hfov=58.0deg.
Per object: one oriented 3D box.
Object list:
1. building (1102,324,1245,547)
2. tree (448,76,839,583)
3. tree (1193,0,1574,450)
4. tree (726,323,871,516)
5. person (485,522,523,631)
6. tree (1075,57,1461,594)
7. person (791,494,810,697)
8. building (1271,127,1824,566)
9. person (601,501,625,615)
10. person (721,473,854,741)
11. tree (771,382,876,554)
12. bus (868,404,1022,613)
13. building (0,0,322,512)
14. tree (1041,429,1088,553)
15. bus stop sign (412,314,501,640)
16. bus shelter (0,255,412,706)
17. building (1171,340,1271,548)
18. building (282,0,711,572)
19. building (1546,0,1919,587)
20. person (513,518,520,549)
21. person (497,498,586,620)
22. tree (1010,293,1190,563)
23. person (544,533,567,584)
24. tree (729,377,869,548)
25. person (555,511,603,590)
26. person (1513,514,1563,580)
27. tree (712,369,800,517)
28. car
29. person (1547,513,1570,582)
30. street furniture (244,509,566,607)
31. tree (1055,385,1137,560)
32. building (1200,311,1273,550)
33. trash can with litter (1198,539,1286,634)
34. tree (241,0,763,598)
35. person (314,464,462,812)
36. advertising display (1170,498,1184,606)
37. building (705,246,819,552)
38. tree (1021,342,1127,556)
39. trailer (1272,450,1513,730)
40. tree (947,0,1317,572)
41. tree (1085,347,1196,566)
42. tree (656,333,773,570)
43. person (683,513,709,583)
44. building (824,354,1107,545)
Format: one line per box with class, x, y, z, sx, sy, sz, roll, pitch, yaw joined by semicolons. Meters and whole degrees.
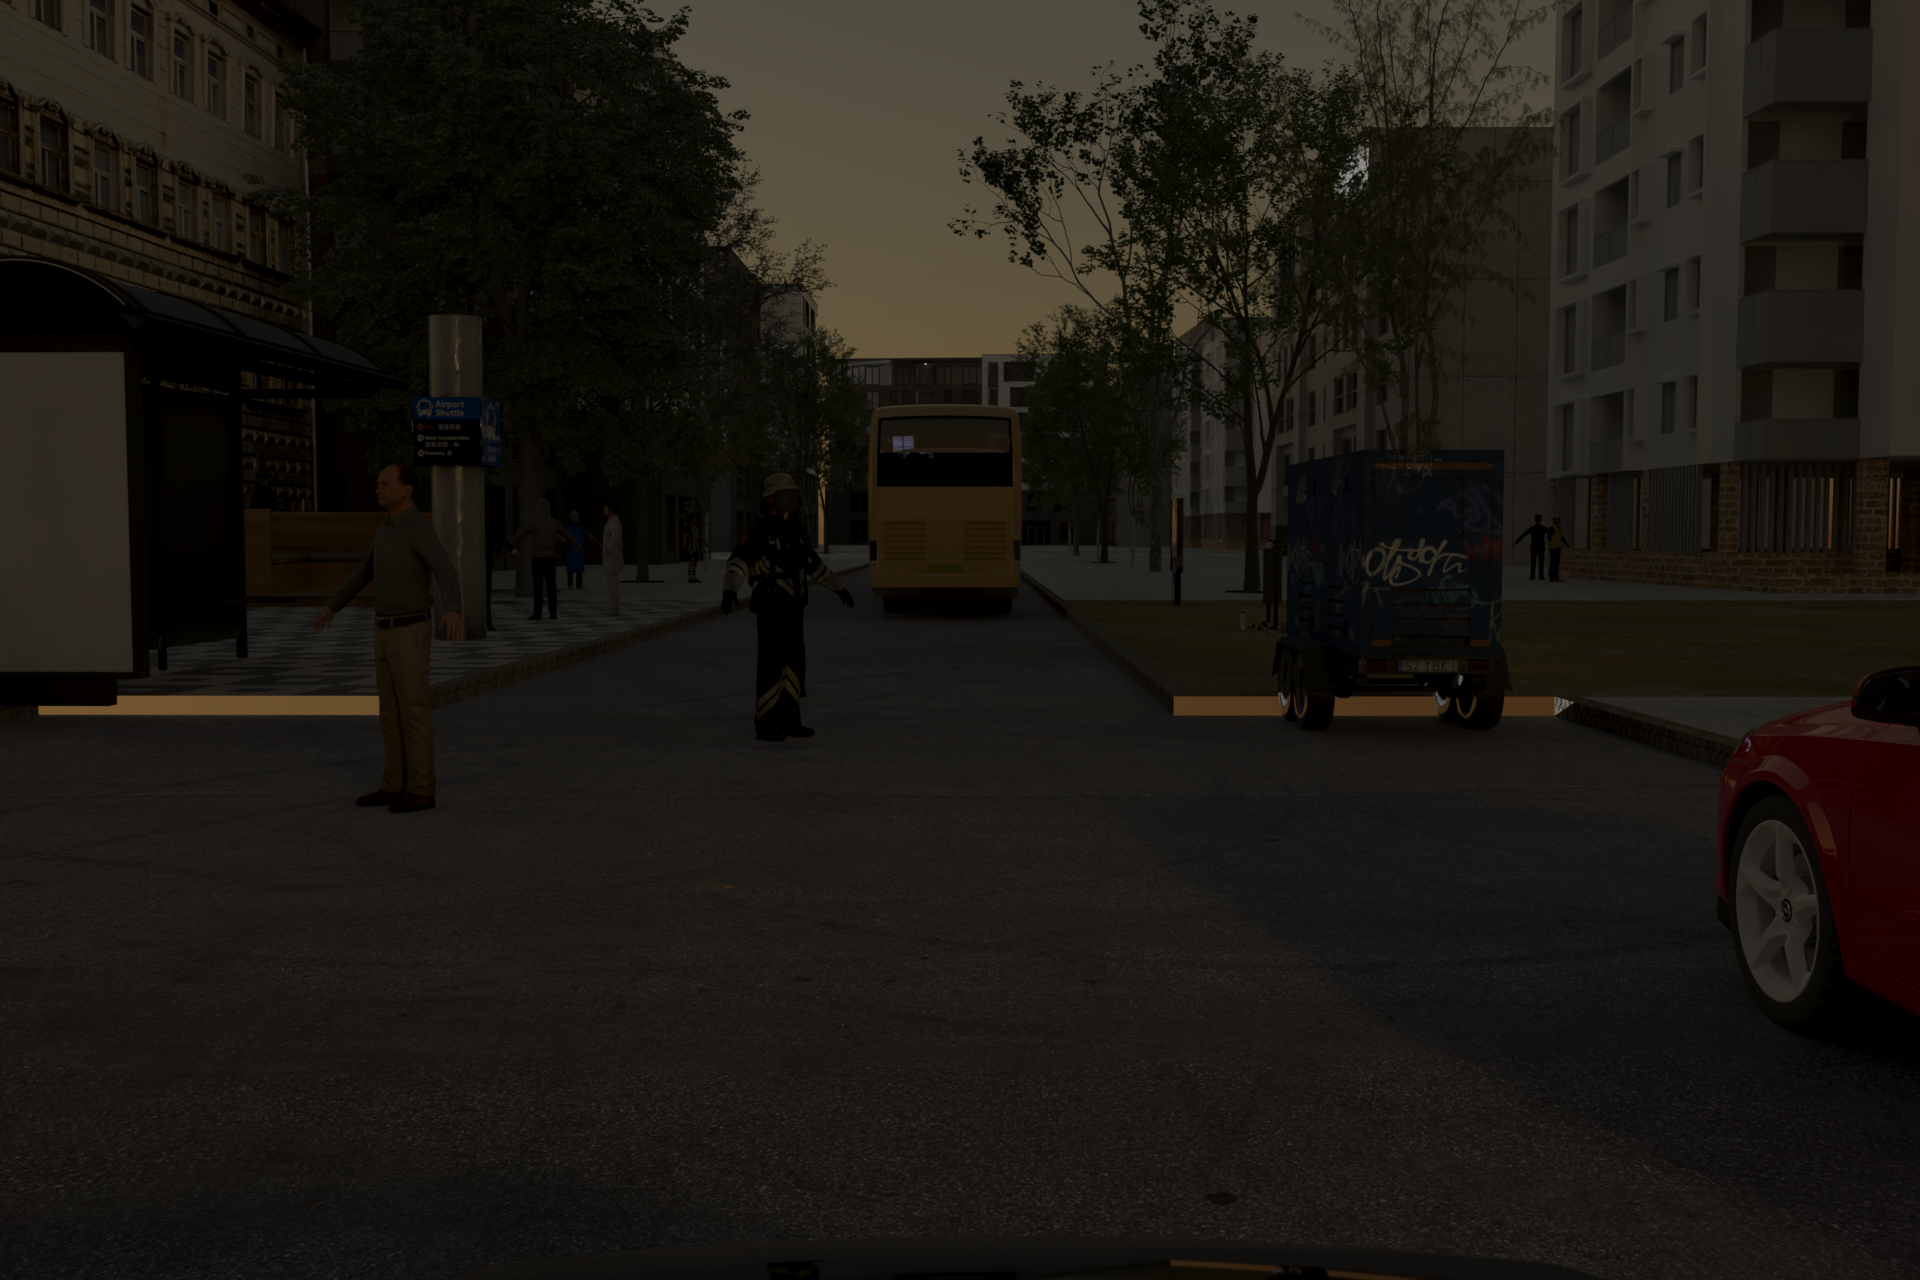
building;25.154;-21.564;183.506;19.493;23.208;18.063;0;4;0
tree;-8.264;-8.264;45.491;12.009;13.543;11.850;0;3;0
tree;5.220;-4.201;19.056;4.360;8.622;3.978;0;3;0
tree;-7.941;-9.731;84.861;9.928;11.665;9.643;0;3;0
person;-6.360;-1.000;23.073;1.216;1.740;0.721;1;4;22
tree;6.536;-6.838;37.561;9.928;11.665;9.643;0;3;0
person;-1.520;-0.403;15.278;0.704;1.802;1.346;-1;4;-18
building;26.193;-13.304;83.980;16.747;18.905;31.486;0;4;1
person;-5.571;-1.310;27.603;0.705;1.806;1.347;-1;4;-14
person;-1.239;-0.236;12.101;0.705;1.856;1.354;2;4;35
tree;-8.575;-11.346;111.261;9.928;11.665;9.643;0;3;0
bus;-0.205;-2.624;34.448;2.896;3.916;12.252;0;4;0
building;-29.059;-12.999;43.463;19.493;23.208;18.063;0;4;1
tree;7.613;-10.168;116.606;4.360;8.622;3.978;0;3;0
bus stop sign;-6.125;-1.964;21.127;0.837;3.901;0.837;0;4;0
bus shelter;-6.790;-1.312;15.368;2.014;3.302;5.546;0;4;2
building;25.903;-19.125;169.118;16.016;20.090;11.380;0;4;0
building;-26.328;-13.785;69.360;27.936;21.610;32.646;0;3;0
building;22.636;-11.813;49.561;16.016;20.090;11.380;0;4;1
person;-10.539;-2.162;42.146;1.217;1.733;0.721;3;5;45
person;-6.241;-1.212;25.948;1.348;1.813;0.705;-2;4;-30
tree;6.267;-9.196;76.113;9.928;11.665;9.643;0;3;0
person;-10.495;-2.334;44.024;1.347;1.847;0.705;1;4;18
tree;-8.512;-9.981;97.600;8.767;10.594;7.601;-2;4;-30
person;-8.848;-2.063;39.855;1.347;1.817;0.704;-3;5;-39
person;16.242;-2.615;48.688;1.347;1.837;0.705;1;4;22
tree;-8.627;-7.713;76.476;4.360;8.622;3.978;0;3;0
car;3.235;0.326;3.713;2.155;1.783;4.494;0;4;1
person;15.940;-2.465;46.275;0.705;1.833;1.349;3;5;39
street furniture;-13.351;-1.682;34.350;11.010;1.723;9.812;-1;4;-9
tree;6.788;-8.219;84.735;4.360;8.622;3.978;0;3;0
building;25.809;-17.816;147.704;16.016;20.090;11.380;0;4;1
trash can with litter;4.136;-0.735;23.081;1.678;1.210;2.233;0;4;-1
tree;-8.855;-7.843;34.888;9.857;13.997;8.962;0;3;0
person;-2.940;-0.020;9.048;1.348;1.796;0.705;3;5;42
advertising display;3.910;-1.592;31.249;0.123;1.923;0.974;0;4;0
building;-26.763;-18.071;139.430;27.936;21.610;32.646;0;4;0
tree;6.508;-11.232;101.770;7.486;12.596;7.792;0;3;0
trailer;3.198;-0.406;13.684;1.471;1.999;3.904;0;3;0
tree;5.887;-12.323;57.376;12.611;20.169;13.585;0;3;0
tree;7.153;-7.253;68.944;4.737;8.622;4.395;0;3;0
tree;-9.022;-6.844;62.261;4.737;8.622;4.395;0;3;0
person;-6.990;-2.406;45.483;0.704;1.843;1.345;1;4;19
building;1.377;-22.202;209.439;32.646;21.610;27.936;0;4;4
